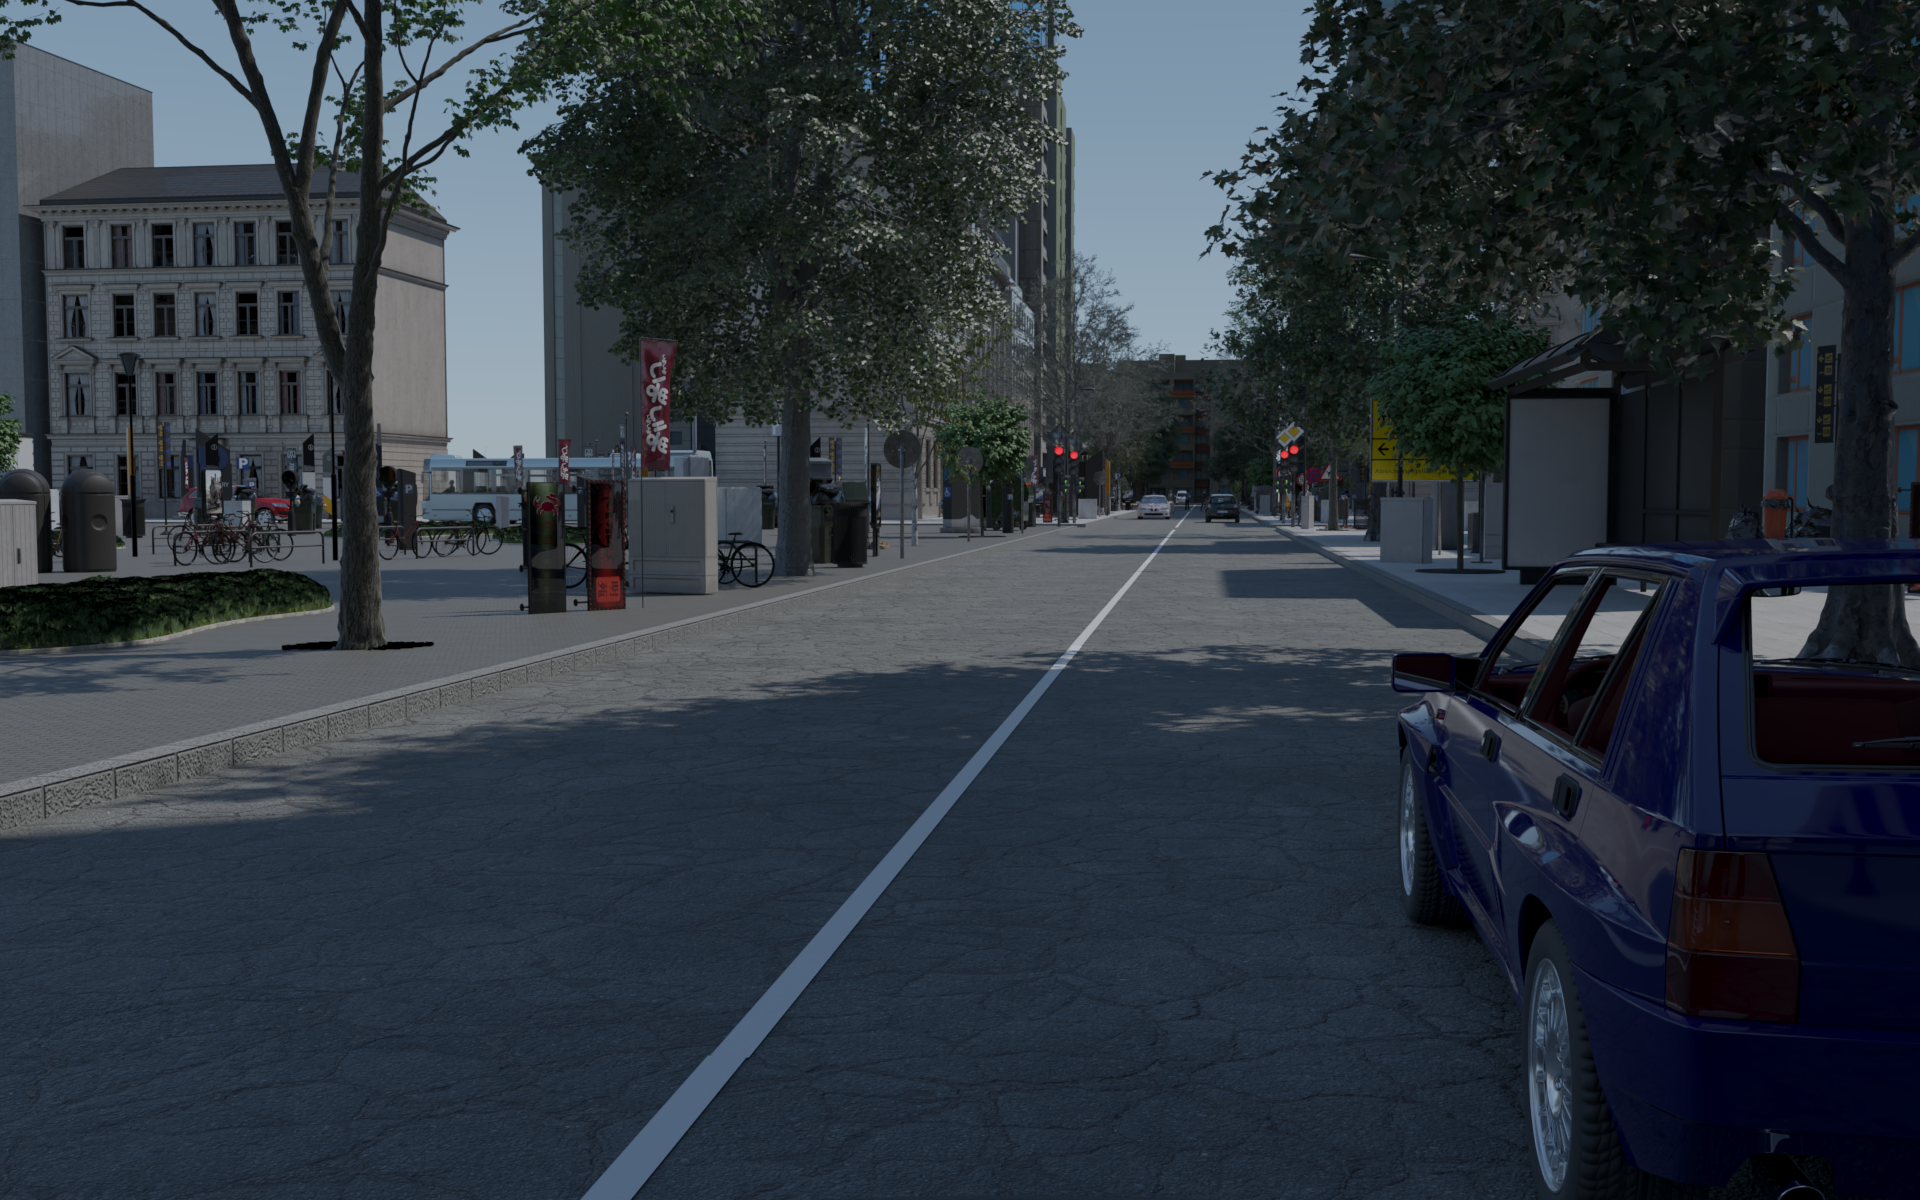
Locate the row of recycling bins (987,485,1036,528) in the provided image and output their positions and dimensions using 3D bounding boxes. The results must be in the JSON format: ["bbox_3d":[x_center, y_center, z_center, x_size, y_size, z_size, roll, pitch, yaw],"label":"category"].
[{"bbox_3d":[1.726,-3.630,66.458,1.069,1.692,3.534,2,4,35],"label":"row of recycling bins"}]

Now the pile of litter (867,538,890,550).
[{"bbox_3d":[-2.273,-1.639,40.765,1.176,0.858,1.719,-1,4,-14],"label":"pile of litter"}]

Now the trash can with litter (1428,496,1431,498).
[{"bbox_3d":[22.431,-4.374,82.575,1.678,1.210,2.233,-3,5,-42],"label":"trash can with litter"}]

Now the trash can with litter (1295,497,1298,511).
[{"bbox_3d":[24.921,-7.141,128.149,1.055,1.170,0.624,-2,4,-27],"label":"trash can with litter"}]

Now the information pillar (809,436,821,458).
[{"bbox_3d":[-5.871,-4.831,70.340,0.504,3.616,0.183,-2,4,-26],"label":"information pillar"}]

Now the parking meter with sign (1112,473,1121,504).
[{"bbox_3d":[12.780,-8.946,142.527,0.543,3.016,1.738,1,4,19],"label":"parking meter with sign"}]

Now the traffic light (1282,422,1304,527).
[{"bbox_3d":[12.849,-4.766,66.842,0.839,4.253,0.868,0,4,8],"label":"traffic light"}]

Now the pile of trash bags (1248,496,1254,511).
[{"bbox_3d":[23.480,-7.686,135.422,1.912,1.369,3.447,1,4,11],"label":"pile of trash bags"}]

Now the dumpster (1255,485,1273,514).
[{"bbox_3d":[19.679,-6.478,111.678,1.264,1.857,1.865,0,4,8],"label":"dumpster"}]

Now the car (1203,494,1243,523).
[{"bbox_3d":[13.321,-4.766,87.715,2.009,1.686,4.222,1,4,9],"label":"car"}]

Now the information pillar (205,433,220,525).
[{"bbox_3d":[-28.517,-4.572,66.100,0.504,3.616,0.183,-2,4,-31],"label":"information pillar"}]

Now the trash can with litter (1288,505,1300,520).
[{"bbox_3d":[17.418,-4.675,87.494,1.678,1.210,2.233,2,4,28],"label":"trash can with litter"}]

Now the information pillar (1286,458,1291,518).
[{"bbox_3d":[17.839,-6.273,93.923,0.183,3.616,0.504,-1,4,-15],"label":"information pillar"}]

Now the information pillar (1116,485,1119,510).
[{"bbox_3d":[12.599,-8.159,137.891,0.304,2.012,0.304,0,4,1],"label":"information pillar"}]

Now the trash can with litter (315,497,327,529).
[{"bbox_3d":[-23.726,-3.194,63.614,0.624,1.170,1.055,0,3,0],"label":"trash can with litter"}]

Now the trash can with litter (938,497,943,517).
[{"bbox_3d":[-0.421,-4.029,77.263,0.624,1.170,1.055,3,5,43],"label":"trash can with litter"}]

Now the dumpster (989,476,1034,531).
[{"bbox_3d":[1.785,-3.601,61.363,1.502,2.255,1.985,0,4,8],"label":"dumpster"}]

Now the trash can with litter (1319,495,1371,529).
[{"bbox_3d":[14.629,-3.351,65.840,1.678,1.210,2.233,0,4,1],"label":"trash can with litter"}]

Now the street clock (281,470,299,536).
[{"bbox_3d":[-20.464,-2.961,52.983,0.471,2.002,0.358,1,4,9],"label":"street clock"}]

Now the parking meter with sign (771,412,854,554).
[{"bbox_3d":[-3.043,-2.450,36.318,1.738,3.016,0.543,-2,4,-30],"label":"parking meter with sign"}]

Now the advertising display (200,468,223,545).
[{"bbox_3d":[-18.667,-2.326,43.242,0.123,1.923,0.974,0,4,0],"label":"advertising display"}]

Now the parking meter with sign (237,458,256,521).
[{"bbox_3d":[-33.726,-5.254,82.164,0.543,3.016,1.738,-3,5,-39],"label":"parking meter with sign"}]

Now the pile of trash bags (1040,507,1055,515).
[{"bbox_3d":[5.388,-5.974,107.423,1.912,1.369,3.447,0,4,-2],"label":"pile of trash bags"}]

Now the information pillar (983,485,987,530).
[{"bbox_3d":[0.731,-3.460,61.055,0.304,2.012,0.304,3,4,37],"label":"information pillar"}]

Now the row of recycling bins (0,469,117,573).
[{"bbox_3d":[-15.650,-1.286,28.140,3.534,1.692,1.069,-1,4,-18],"label":"row of recycling bins"}]

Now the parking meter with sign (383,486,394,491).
[{"bbox_3d":[-28.287,-5.461,85.549,1.738,3.016,0.543,-1,4,-22],"label":"parking meter with sign"}]

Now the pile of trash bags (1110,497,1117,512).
[{"bbox_3d":[10.274,-7.156,126.752,1.912,1.369,3.447,1,4,23],"label":"pile of trash bags"}]

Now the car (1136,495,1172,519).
[{"bbox_3d":[11.186,-5.346,99.765,2.083,1.381,4.827,0,4,7],"label":"car"}]

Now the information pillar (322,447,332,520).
[{"bbox_3d":[-31.620,-5.831,86.694,0.504,3.616,0.183,0,4,-2],"label":"information pillar"}]

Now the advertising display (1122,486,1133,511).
[{"bbox_3d":[12.975,-7.887,134.172,0.974,1.923,0.123,-1,4,-22],"label":"advertising display"}]

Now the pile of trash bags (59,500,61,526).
[{"bbox_3d":[-36.849,-3.629,69.094,1.912,1.369,3.447,0,4,-6],"label":"pile of trash bags"}]

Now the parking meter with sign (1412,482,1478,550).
[{"bbox_3d":[11.164,-2.648,39.559,1.738,3.016,0.543,0,4,-5],"label":"parking meter with sign"}]

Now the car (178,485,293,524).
[{"bbox_3d":[-31.879,-4.167,76.811,5.304,1.827,2.281,0,4,7],"label":"car"}]

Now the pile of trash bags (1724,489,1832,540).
[{"bbox_3d":[14.798,-1.322,31.366,1.912,1.369,3.447,2,4,25],"label":"pile of trash bags"}]

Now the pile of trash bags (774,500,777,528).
[{"bbox_3d":[-7.600,-3.470,66.485,1.912,1.369,3.447,-1,4,-12],"label":"pile of trash bags"}]

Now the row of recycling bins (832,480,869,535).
[{"bbox_3d":[-3.874,-2.804,52.964,1.069,1.692,3.534,-2,4,-33],"label":"row of recycling bins"}]

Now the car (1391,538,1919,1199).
[{"bbox_3d":[2.173,0.492,4.531,1.945,1.354,3.894,1,4,8],"label":"car"}]

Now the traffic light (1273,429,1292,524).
[{"bbox_3d":[13.965,-5.249,74.749,0.839,4.253,0.868,0,4,8],"label":"traffic light"}]

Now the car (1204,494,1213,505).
[{"bbox_3d":[19.949,-7.466,133.866,2.131,1.459,4.920,0,4,8],"label":"car"}]

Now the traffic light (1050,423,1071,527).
[{"bbox_3d":[3.924,-4.842,68.081,0.839,4.253,0.868,0,4,8],"label":"traffic light"}]

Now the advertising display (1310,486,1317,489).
[{"bbox_3d":[27.165,-7.814,132.969,0.123,1.923,0.974,3,4,37],"label":"advertising display"}]

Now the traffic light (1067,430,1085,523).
[{"bbox_3d":[5.039,-5.325,75.988,0.839,4.253,0.868,0,4,8],"label":"traffic light"}]

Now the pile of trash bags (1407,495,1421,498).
[{"bbox_3d":[26.219,-5.642,101.992,3.447,1.369,1.912,0,4,7],"label":"pile of trash bags"}]

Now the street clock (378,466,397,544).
[{"bbox_3d":[-14.778,-2.461,44.811,0.471,2.002,0.358,0,4,2],"label":"street clock"}]

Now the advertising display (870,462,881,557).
[{"bbox_3d":[-1.733,-1.867,35.739,0.123,1.923,0.974,0,4,3],"label":"advertising display"}]

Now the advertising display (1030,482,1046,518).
[{"bbox_3d":[4.173,-5.432,94.022,0.974,1.923,0.123,1,4,9],"label":"advertising display"}]

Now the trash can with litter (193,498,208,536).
[{"bbox_3d":[-22.820,-2.511,52.442,0.624,1.170,1.055,-3,4,-38],"label":"trash can with litter"}]

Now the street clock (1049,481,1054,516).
[{"bbox_3d":[5.313,-5.815,99.647,0.358,2.002,0.471,2,4,35],"label":"street clock"}]

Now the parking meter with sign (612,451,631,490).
[{"bbox_3d":[-13.720,-4.497,69.788,0.543,3.016,1.738,1,4,15],"label":"parking meter with sign"}]

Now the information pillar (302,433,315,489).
[{"bbox_3d":[-24.928,-4.586,66.337,0.183,3.616,0.504,3,5,41],"label":"information pillar"}]
